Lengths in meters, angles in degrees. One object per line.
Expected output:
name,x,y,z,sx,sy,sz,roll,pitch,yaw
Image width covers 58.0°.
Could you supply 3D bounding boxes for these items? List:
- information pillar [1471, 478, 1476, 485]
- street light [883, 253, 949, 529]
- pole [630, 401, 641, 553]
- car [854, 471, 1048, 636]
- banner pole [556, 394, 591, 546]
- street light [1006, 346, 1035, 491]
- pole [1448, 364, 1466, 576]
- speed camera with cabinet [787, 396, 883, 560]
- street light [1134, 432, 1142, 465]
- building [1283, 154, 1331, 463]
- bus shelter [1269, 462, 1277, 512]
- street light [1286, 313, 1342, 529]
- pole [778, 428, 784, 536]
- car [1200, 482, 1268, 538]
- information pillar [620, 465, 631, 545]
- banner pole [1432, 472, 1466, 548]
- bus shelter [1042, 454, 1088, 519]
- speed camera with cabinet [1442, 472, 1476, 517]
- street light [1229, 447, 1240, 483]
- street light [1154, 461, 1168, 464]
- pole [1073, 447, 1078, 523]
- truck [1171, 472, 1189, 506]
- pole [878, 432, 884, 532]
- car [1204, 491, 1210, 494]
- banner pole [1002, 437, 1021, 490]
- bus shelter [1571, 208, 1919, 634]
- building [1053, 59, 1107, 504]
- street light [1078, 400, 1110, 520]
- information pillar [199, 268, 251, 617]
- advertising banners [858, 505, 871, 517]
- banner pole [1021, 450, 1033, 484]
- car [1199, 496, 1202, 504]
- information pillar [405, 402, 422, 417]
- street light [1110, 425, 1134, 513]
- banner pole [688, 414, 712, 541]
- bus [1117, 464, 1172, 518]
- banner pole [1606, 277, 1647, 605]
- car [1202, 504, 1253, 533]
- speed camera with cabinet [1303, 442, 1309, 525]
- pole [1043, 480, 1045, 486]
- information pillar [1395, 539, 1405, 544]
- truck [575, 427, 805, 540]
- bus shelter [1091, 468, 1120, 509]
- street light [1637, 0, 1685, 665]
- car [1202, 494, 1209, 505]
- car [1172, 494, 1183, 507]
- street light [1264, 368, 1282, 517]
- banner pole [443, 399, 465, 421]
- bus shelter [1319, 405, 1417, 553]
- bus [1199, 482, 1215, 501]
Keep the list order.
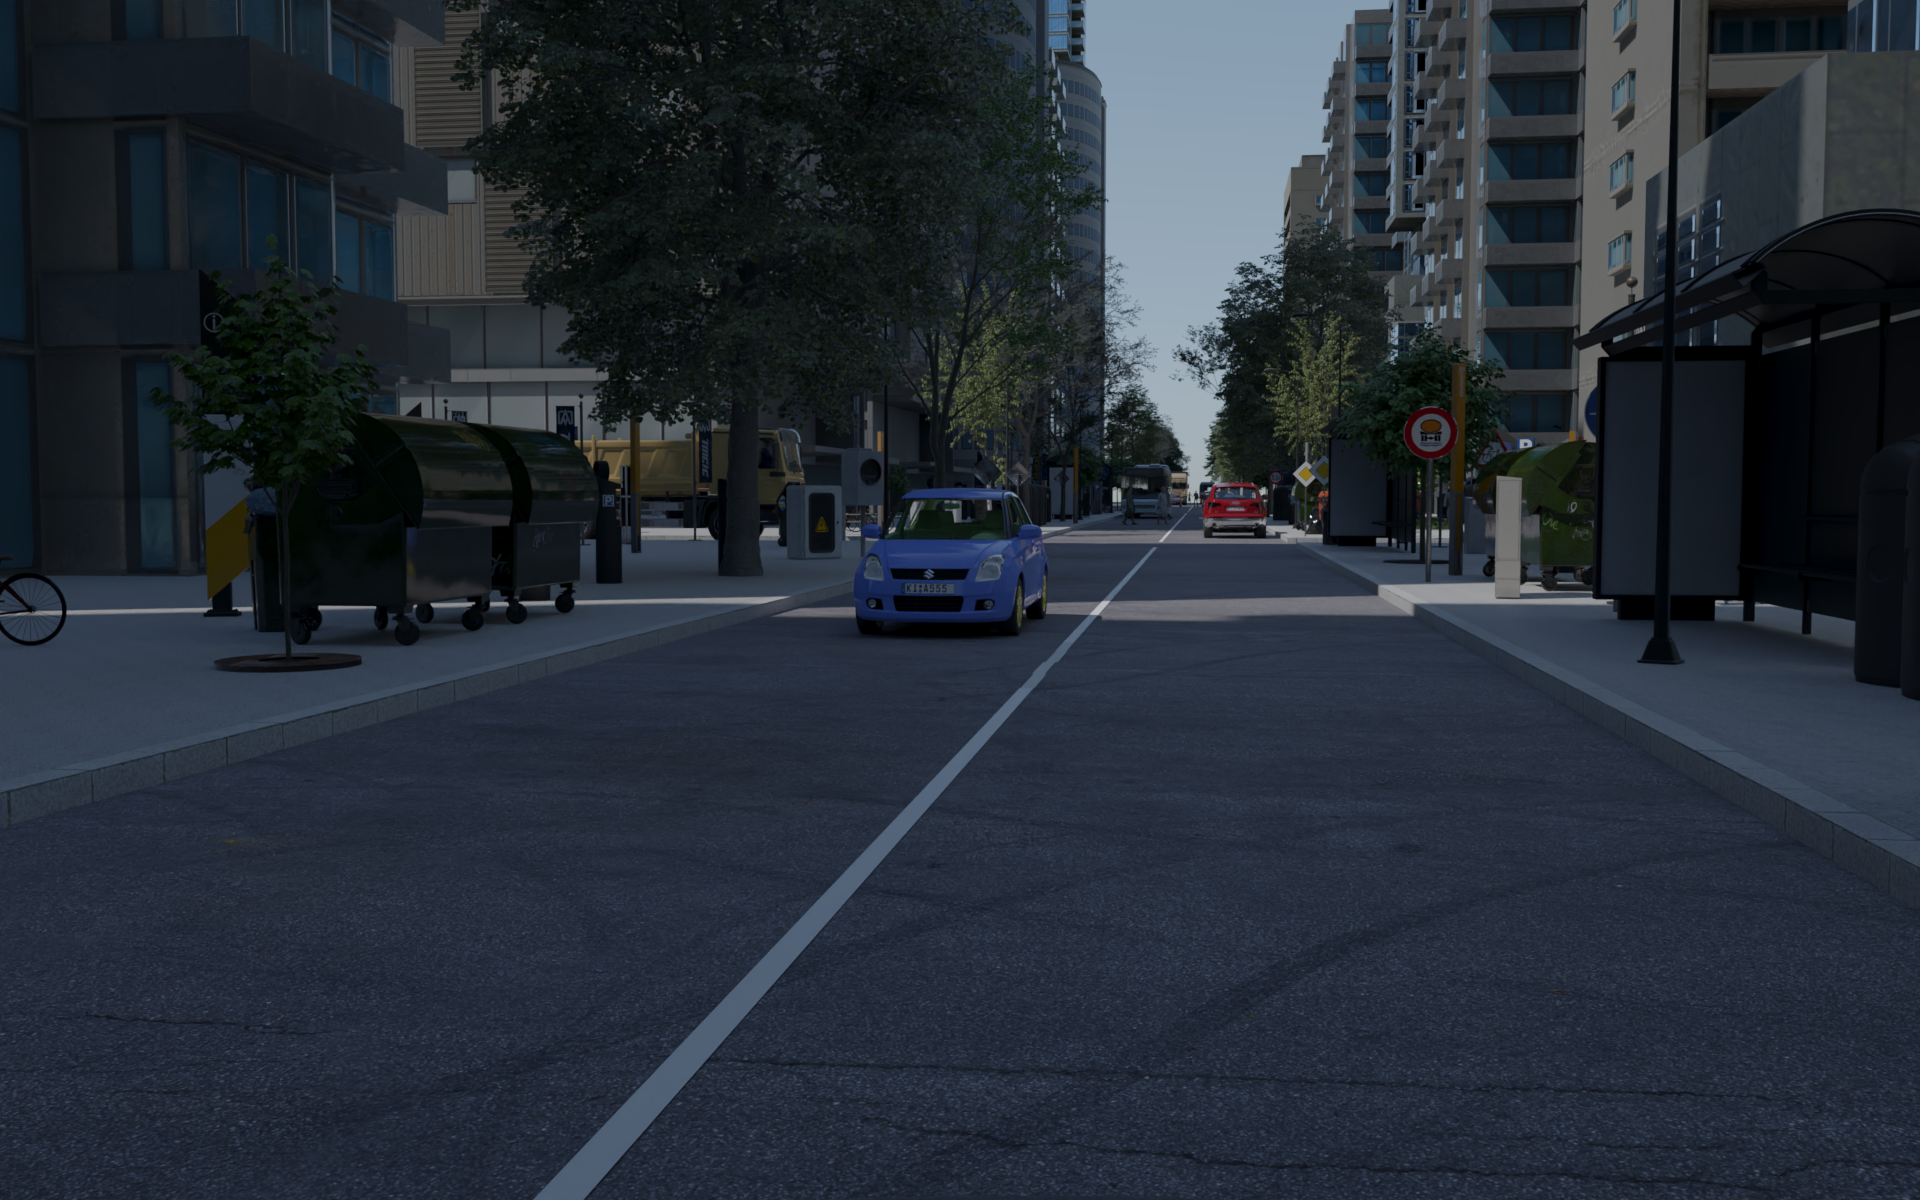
information pillar,23.462,-4.561,79.057,0.304,2.012,0.304,1,4,14
street light,-0.907,-3.734,33.587,1.470,5.913,1.316,0,4,8
pole,-7.038,-2.673,37.555,0.158,3.312,0.155,0,3,0
car,-0.034,-0.560,18.754,1.945,1.707,3.694,1,4,9
banner pole,-9.660,-3.253,43.197,0.863,3.779,0.401,0,4,-3
street light,2.018,-4.979,53.944,1.470,5.913,1.316,0,4,8
pole,7.822,-2.043,27.240,0.158,3.312,0.155,0,3,0
speed camera with cabinet,-2.476,-2.456,34.493,2.038,3.252,0.660,-3,5,-42
street light,12.613,-9.583,129.218,1.470,5.913,1.316,0,4,8
building,56.336,-37.822,242.087,21.300,48.544,21.600,0,4,8
bus shelter,19.029,-6.531,100.707,2.014,3.302,5.546,0,4,8
street light,9.182,-4.397,44.438,1.470,5.913,1.316,0,4,8
pole,-5.531,-3.653,53.572,0.158,3.312,0.155,0,3,0
car,9.132,-2.999,57.709,2.281,1.827,5.304,0,4,8
information pillar,-8.458,-2.427,44.167,0.304,2.012,0.304,-3,5,-42
banner pole,11.777,-3.154,41.586,0.863,3.779,0.401,0,4,-6
bus shelter,5.478,-5.869,89.883,2.014,3.302,5.546,0,4,8
speed camera with cabinet,27.397,-6.168,95.185,2.038,3.252,0.660,2,4,25
street light,22.679,-10.240,139.969,1.470,5.913,1.316,0,4,8
street light,24.346,-14.651,212.090,1.470,5.913,1.316,0,4,8
pole,5.050,-5.002,75.621,0.158,3.312,0.155,0,3,0
truck,27.566,-14.082,219.151,2.839,4.237,11.283,0,4,8
pole,-2.583,-3.841,56.645,0.158,3.312,0.155,0,3,0
car,28.571,-11.530,197.181,2.281,1.827,5.304,1,4,8
banner pole,2.107,-5.225,75.438,0.401,3.779,0.863,3,4,38
bus shelter,6.898,-1.292,15.042,2.014,3.302,5.546,1,4,8
building,8.383,-42.362,234.618,21.231,58.520,28.212,0,4,8
street light,6.457,-6.888,85.162,1.470,5.913,1.316,0,4,8
information pillar,-7.658,-1.635,18.084,0.504,3.616,0.183,-1,4,-10
advertising banners,-5.819,-6.201,97.566,2.074,3.025,0.090,3,5,40
banner pole,3.809,-6.586,97.699,0.863,3.779,0.401,-2,4,-30
car,34.337,-14.202,241.238,2.155,1.783,4.494,0,4,6
information pillar,-13.846,-3.214,43.895,0.504,3.616,0.183,-2,4,-35
street light,10.713,-8.779,116.075,1.470,5.913,1.316,0,4,8
banner pole,-7.101,-3.514,47.479,0.863,3.779,0.401,2,4,32
bus,11.346,-6.721,104.751,2.948,3.499,13.247,1,4,9
banner pole,7.710,-1.823,19.818,0.401,3.779,0.863,0,4,6
car,10.206,-3.292,65.822,2.014,1.417,4.499,0,4,6
speed camera with cabinet,13.732,-4.365,65.697,0.660,3.252,2.038,-2,4,-27
pole,5.144,-6.877,106.288,0.158,3.312,0.155,0,3,0
information pillar,11.493,-2.477,44.991,0.304,2.012,0.304,0,4,6
truck,-8.652,-3.372,51.056,9.791,3.379,3.469,0,4,7
bus shelter,10.256,-7.933,123.626,2.014,3.302,5.546,0,4,8
street light,4.799,-2.479,13.081,1.470,5.913,1.316,0,4,8
car,27.142,-10.907,187.363,2.155,1.783,4.494,0,4,7
car,23.561,-11.130,191.020,2.155,1.783,4.494,0,4,7
street light,11.925,-5.596,64.037,1.470,5.913,1.316,0,4,8
banner pole,-13.345,-3.409,45.762,0.401,3.779,0.863,3,5,44
bus shelter,9.463,-2.814,39.939,2.014,3.302,5.546,1,4,8
bus,38.446,-16.709,268.058,2.948,3.499,13.247,1,4,9
